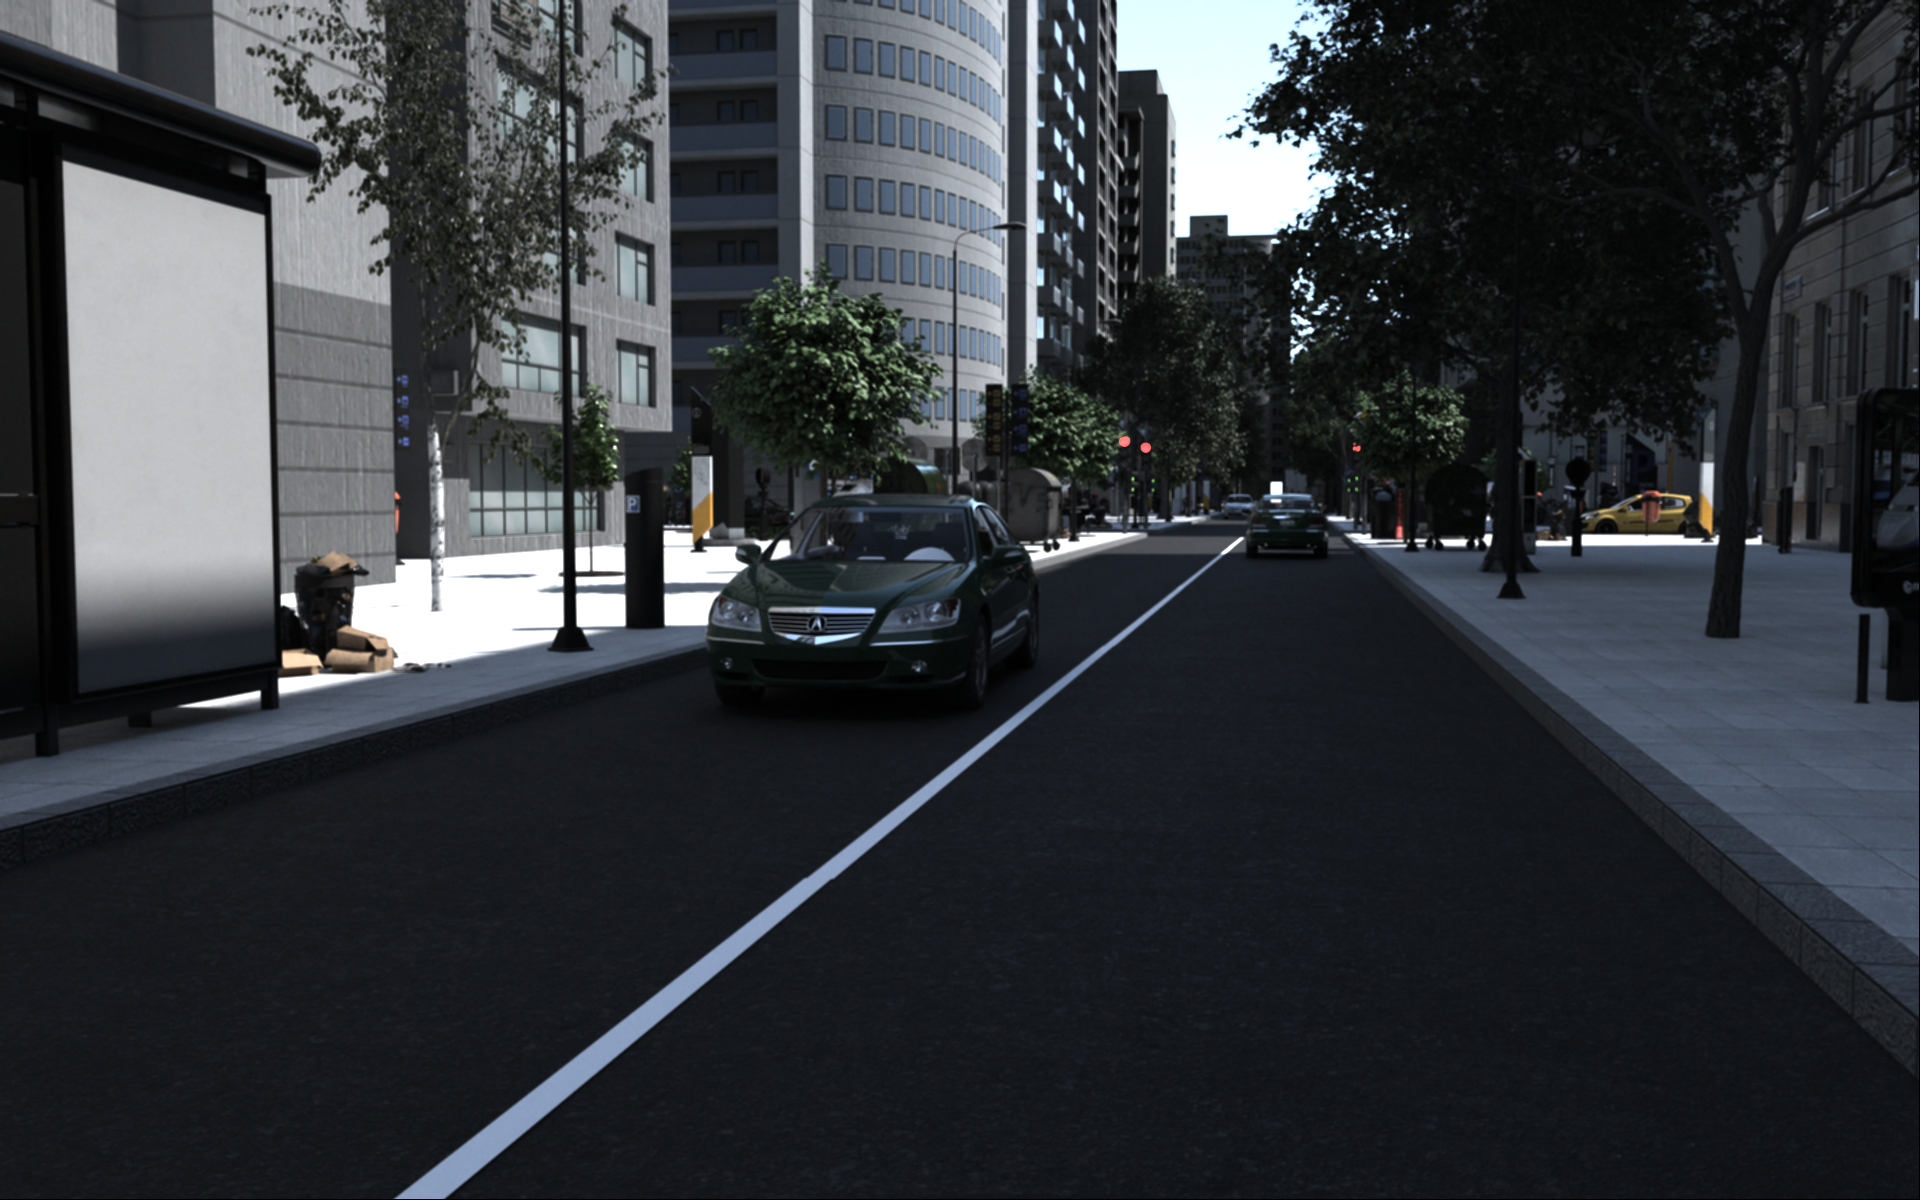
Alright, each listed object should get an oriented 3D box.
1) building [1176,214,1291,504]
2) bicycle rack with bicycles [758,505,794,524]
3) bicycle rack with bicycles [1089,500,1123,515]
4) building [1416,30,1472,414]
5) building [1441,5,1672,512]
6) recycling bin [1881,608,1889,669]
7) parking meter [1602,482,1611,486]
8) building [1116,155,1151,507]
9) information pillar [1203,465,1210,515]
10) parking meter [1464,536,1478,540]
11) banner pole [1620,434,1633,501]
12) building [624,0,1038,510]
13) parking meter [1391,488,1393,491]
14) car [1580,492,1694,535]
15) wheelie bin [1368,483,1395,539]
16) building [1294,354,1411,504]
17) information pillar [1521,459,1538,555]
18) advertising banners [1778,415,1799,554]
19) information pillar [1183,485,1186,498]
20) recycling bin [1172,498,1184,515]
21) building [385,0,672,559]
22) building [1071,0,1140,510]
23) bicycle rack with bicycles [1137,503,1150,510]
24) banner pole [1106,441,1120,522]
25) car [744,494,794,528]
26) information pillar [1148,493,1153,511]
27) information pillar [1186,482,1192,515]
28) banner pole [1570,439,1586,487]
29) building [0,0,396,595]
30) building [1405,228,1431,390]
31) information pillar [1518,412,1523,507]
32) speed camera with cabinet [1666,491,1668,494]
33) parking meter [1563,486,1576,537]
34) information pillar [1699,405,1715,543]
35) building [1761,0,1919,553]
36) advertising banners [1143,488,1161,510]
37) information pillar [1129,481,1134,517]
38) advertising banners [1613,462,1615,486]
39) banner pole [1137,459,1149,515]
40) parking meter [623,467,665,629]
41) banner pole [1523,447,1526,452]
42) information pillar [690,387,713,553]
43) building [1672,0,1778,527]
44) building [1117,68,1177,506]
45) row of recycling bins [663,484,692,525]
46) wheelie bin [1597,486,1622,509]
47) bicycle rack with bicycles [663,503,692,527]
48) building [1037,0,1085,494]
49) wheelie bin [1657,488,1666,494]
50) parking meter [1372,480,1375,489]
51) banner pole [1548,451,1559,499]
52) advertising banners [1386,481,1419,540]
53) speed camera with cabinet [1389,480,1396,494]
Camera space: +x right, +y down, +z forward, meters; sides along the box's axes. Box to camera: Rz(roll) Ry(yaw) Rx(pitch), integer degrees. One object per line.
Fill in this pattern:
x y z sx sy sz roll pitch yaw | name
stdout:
34.819 -33.762 243.895 23.993 40.220 32.217 1 4 11 | building
-4.866 -2.679 57.189 2.925 0.926 2.852 3 5 42 | bicycle rack with bicycles
7.699 -5.556 104.217 2.852 0.926 2.925 -2 4 -24 | bicycle rack with bicycles
52.391 -30.518 153.595 22.147 44.769 28.867 1 4 11 | building
47.828 -32.317 117.625 28.713 52.752 27.495 1 4 11 | building
7.237 -0.001 12.576 0.722 1.027 0.722 -2 4 -30 | recycling bin
31.579 -4.824 84.587 0.399 1.863 0.255 3 4 38 | parking meter
2.870 -29.478 173.841 32.217 40.220 23.993 1 4 11 | building
15.082 -7.005 105.889 0.504 3.616 0.183 -3 5 -42 | information pillar
14.391 -2.633 48.760 0.399 1.863 0.255 1 4 10 | parking meter
27.950 -5.060 72.742 0.863 3.779 0.401 -2 4 -27 | banner pole
-8.523 -33.348 87.234 21.231 58.520 28.212 1 4 11 | building
17.243 -3.752 69.753 0.372 1.533 0.369 0 3 0 | parking meter
22.506 -2.878 57.282 3.980 1.641 2.015 1 4 11 | car
12.197 -2.573 49.971 0.693 1.594 0.980 -1 4 -14 | wheelie bin
60.382 -23.997 237.384 28.899 21.520 27.650 1 4 11 | building
12.076 -1.975 36.781 0.304 2.012 0.304 1 4 12 | information pillar
18.114 -2.546 37.818 0.090 3.025 2.074 2 4 34 | advertising banners
14.183 -7.170 108.580 0.504 3.616 0.183 3 4 37 | information pillar
13.611 -5.825 107.791 0.722 1.027 0.722 -2 4 -29 | recycling bin
-14.924 -21.832 40.549 14.086 41.232 14.154 1 4 11 | building
5.134 -43.519 149.782 20.563 71.187 20.611 1 4 11 | building
12.556 -6.876 125.800 2.925 0.926 2.852 -2 4 -26 | bicycle rack with bicycles
7.032 -5.440 78.958 0.863 3.779 0.401 2 4 24 | banner pole
-7.484 -3.249 62.908 4.222 1.686 2.009 1 4 10 | car
14.027 -8.353 127.931 0.504 3.616 0.183 1 4 13 | information pillar
13.809 -6.120 104.555 0.304 2.012 0.304 1 4 23 | information pillar
27.967 -5.423 78.687 0.863 3.779 0.401 3 5 42 | banner pole
-21.075 -28.710 11.414 21.231 58.520 28.212 1 4 11 | building
58.599 -34.423 182.420 23.786 49.044 30.456 1 4 11 | building
13.333 -3.083 41.765 0.504 3.616 0.183 -2 4 -27 | information pillar
43.368 -6.719 104.197 2.038 3.252 0.660 0 4 7 | speed camera with cabinet
18.373 -2.676 52.161 0.372 1.533 0.369 0 3 0 | parking meter
19.694 -3.321 45.646 0.504 3.616 0.183 -2 4 -33 | information pillar
23.685 -14.261 30.429 12.463 27.353 25.104 1 4 11 | building
15.344 -8.626 137.229 2.074 3.025 0.090 -1 4 -23 | advertising banners
9.585 -5.655 96.951 0.304 2.012 0.304 -1 4 -19 | information pillar
36.374 -6.102 95.958 0.090 3.025 2.074 2 4 31 | advertising banners
11.447 -7.217 108.018 0.863 3.779 0.401 -2 4 -24 | banner pole
-3.023 -0.500 16.588 0.372 1.533 0.369 0 3 0 | parking meter
30.069 -6.263 92.424 0.401 3.779 0.863 2 4 25 | banner pole
-5.665 -2.850 37.948 0.504 3.616 0.183 1 4 23 | information pillar
42.900 -27.525 73.730 21.600 48.544 21.300 1 4 11 | building
13.248 -35.064 196.989 21.600 48.544 21.300 1 4 11 | building
-11.070 -3.928 71.330 3.534 1.692 1.069 1 4 18 | row of recycling bins
25.607 -3.689 68.223 0.980 1.594 0.693 0 4 -8 | wheelie bin
-11.885 -3.402 69.002 2.852 0.926 2.925 0 4 1 | bicycle rack with bicycles
-3.122 -30.876 124.437 23.786 49.044 30.456 1 4 11 | building
35.803 -4.945 88.763 0.980 1.594 0.693 2 4 35 | wheelie bin
17.066 -3.983 70.833 0.399 1.863 0.255 -3 5 -42 | parking meter
34.289 -6.729 100.031 0.401 3.779 0.863 -2 4 -34 | banner pole
12.281 -3.189 48.329 0.090 3.025 2.074 3 5 42 | advertising banners
18.250 -4.826 73.246 0.660 3.252 2.038 0 4 4 | speed camera with cabinet
